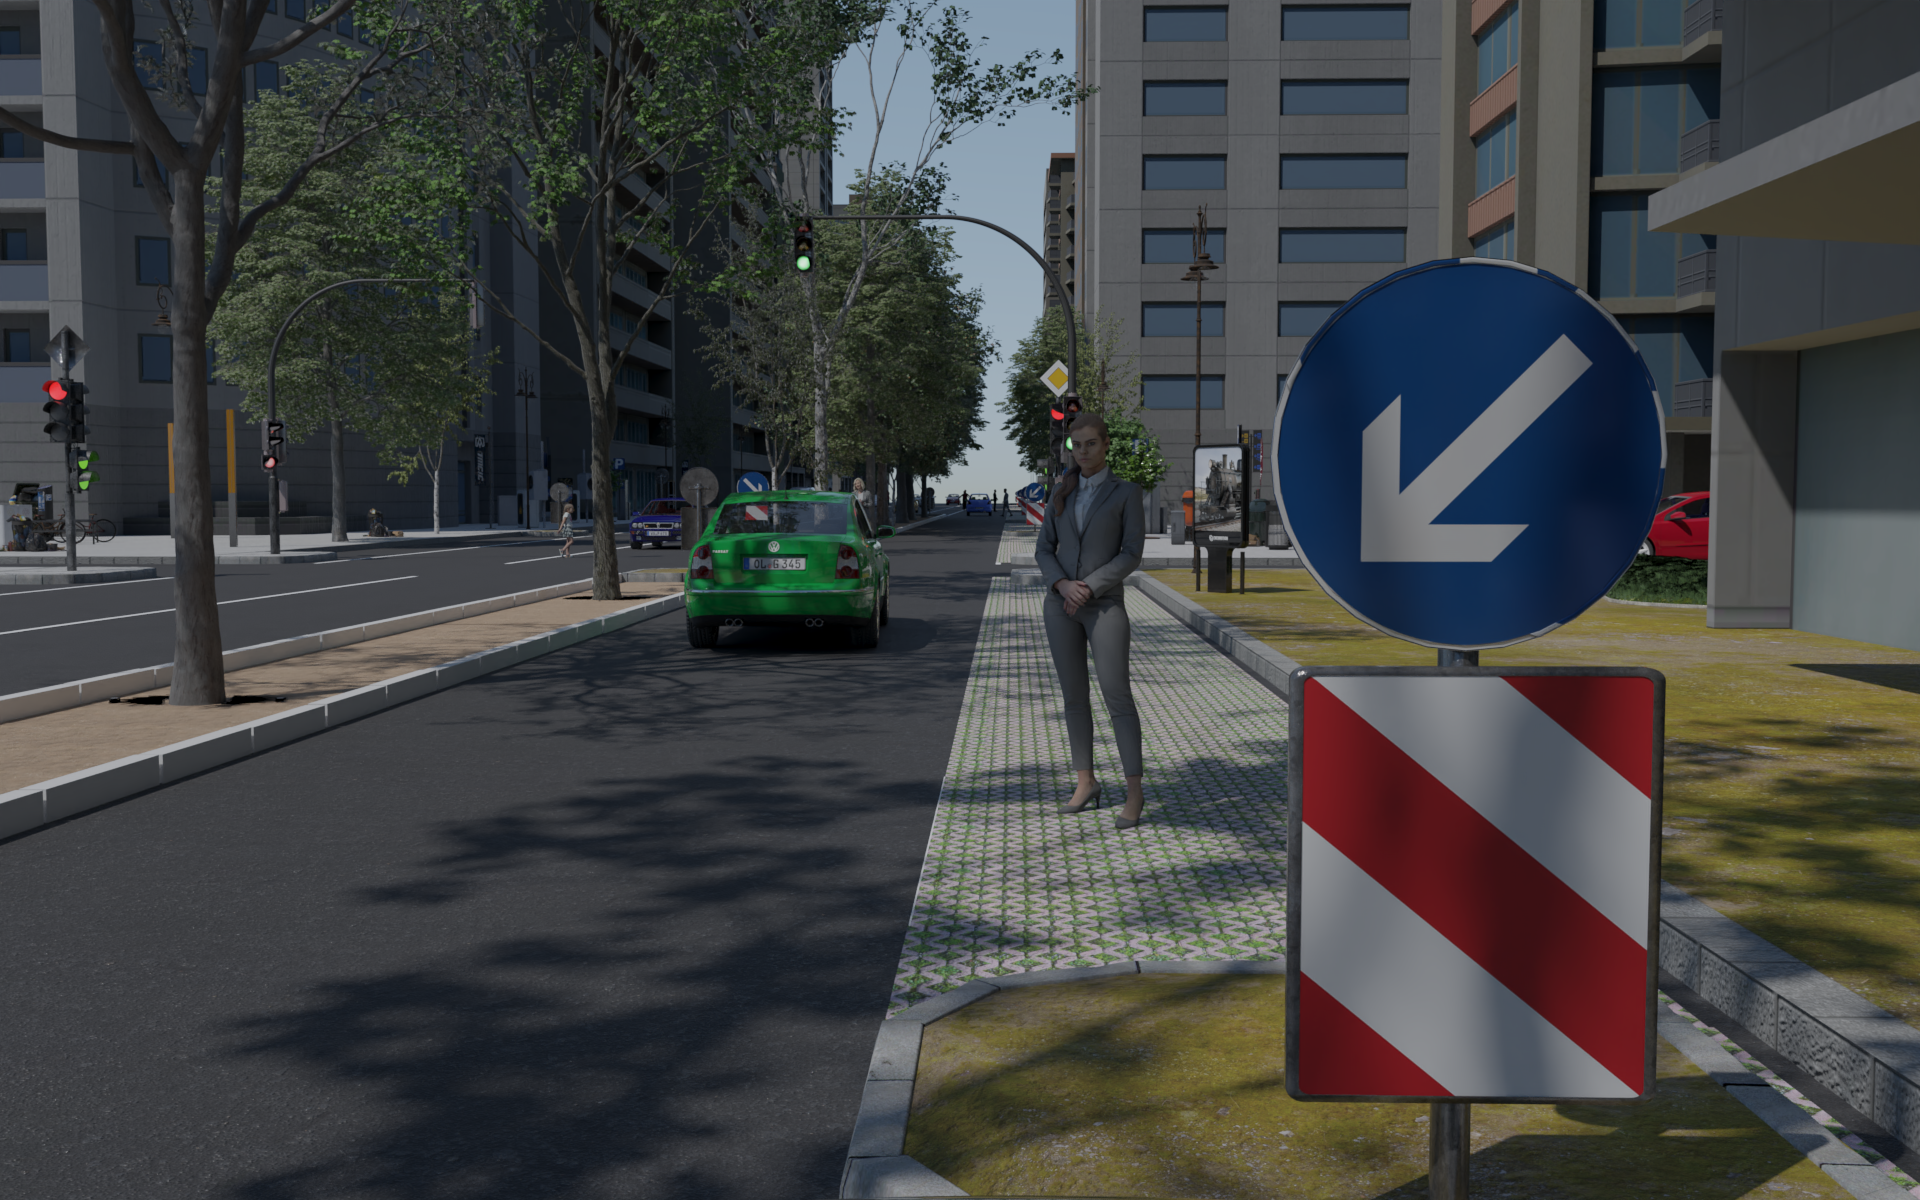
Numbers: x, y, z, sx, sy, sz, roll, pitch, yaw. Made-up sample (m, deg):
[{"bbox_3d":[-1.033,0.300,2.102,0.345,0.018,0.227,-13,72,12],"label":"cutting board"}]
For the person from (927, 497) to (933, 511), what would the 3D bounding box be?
[{"bbox_3d":[-2.626,-8.557,148.425,0.705,1.822,1.348,-2,4,-31],"label":"person"}]

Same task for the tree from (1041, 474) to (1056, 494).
[{"bbox_3d":[7.525,-9.083,143.114,1.663,3.219,1.824,0,3,0],"label":"tree"}]

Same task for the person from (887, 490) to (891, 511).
[{"bbox_3d":[-5.905,-8.206,143.390,0.721,1.743,1.217,1,4,14],"label":"person"}]

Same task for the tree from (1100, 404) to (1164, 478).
[{"bbox_3d":[5.805,-4.875,63.416,4.285,4.588,4.351,0,3,0],"label":"tree"}]

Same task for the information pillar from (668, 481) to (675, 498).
[{"bbox_3d":[-16.100,-5.643,96.756,0.304,2.012,0.304,0,4,5],"label":"information pillar"}]

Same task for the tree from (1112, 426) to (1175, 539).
[{"bbox_3d":[5.190,-3.368,49.668,1.663,3.219,1.824,0,3,0],"label":"tree"}]

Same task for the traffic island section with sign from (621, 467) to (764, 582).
[{"bbox_3d":[-4.457,-1.266,28.843,2.006,1.907,1.989,0,4,2],"label":"traffic island section with sign"}]

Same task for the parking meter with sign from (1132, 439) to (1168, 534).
[{"bbox_3d":[6.122,-3.619,55.424,0.543,3.016,1.738,2,4,30],"label":"parking meter with sign"}]

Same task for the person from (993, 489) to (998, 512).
[{"bbox_3d":[2.883,-8.115,141.198,0.705,1.821,1.348,-1,4,-10],"label":"person"}]

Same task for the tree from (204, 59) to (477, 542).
[{"bbox_3d":[-17.116,-7.835,46.230,7.486,12.596,7.792,0,3,0],"label":"tree"}]

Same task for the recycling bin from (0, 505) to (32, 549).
[{"bbox_3d":[-22.254,-1.713,40.557,0.722,1.027,0.722,2,4,31],"label":"recycling bin"}]

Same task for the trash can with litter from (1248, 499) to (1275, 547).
[{"bbox_3d":[7.313,-1.900,42.445,0.624,1.170,1.055,2,4,25],"label":"trash can with litter"}]

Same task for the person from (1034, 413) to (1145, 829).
[{"bbox_3d":[0.563,0.071,7.611,0.520,1.790,0.573,1,4,11],"label":"person"}]

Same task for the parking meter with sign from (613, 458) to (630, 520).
[{"bbox_3d":[-16.528,-5.420,84.878,0.543,3.016,1.738,0,3,0],"label":"parking meter with sign"}]

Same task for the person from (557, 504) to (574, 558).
[{"bbox_3d":[-8.903,-1.566,39.124,0.382,1.210,0.505,-1,4,-10],"label":"person"}]

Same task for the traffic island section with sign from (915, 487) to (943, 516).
[{"bbox_3d":[-1.981,-6.313,111.352,2.006,1.907,1.989,0,4,2],"label":"traffic island section with sign"}]

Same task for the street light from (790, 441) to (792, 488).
[{"bbox_3d":[-13.558,-10.170,139.062,0.468,5.910,1.993,0,4,2],"label":"street light"}]

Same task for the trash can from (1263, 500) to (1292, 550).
[{"bbox_3d":[7.329,-1.721,39.795,0.748,1.137,0.748,0,3,0],"label":"trash can"}]

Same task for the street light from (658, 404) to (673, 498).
[{"bbox_3d":[-15.085,-7.100,88.865,0.468,5.910,1.993,0,4,2],"label":"street light"}]

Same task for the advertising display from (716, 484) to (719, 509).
[{"bbox_3d":[-15.502,-6.455,110.760,0.123,1.923,0.974,0,4,-6],"label":"advertising display"}]

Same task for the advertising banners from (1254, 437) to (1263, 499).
[{"bbox_3d":[9.412,-3.573,54.607,0.090,3.025,2.074,0,4,4],"label":"advertising banners"}]

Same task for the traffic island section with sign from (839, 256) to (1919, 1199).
[{"bbox_3d":[0.775,0.301,3.705,1.989,1.847,2.006,0,4,2],"label":"traffic island section with sign"}]

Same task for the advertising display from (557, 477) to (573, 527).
[{"bbox_3d":[-15.439,-3.827,67.777,0.123,1.923,0.974,1,4,18],"label":"advertising display"}]

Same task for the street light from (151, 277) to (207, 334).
[{"bbox_3d":[-16.652,-3.932,37.071,0.468,5.910,1.993,0,4,2],"label":"street light"}]

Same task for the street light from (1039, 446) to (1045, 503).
[{"bbox_3d":[7.865,-11.548,161.594,0.468,5.910,1.993,0,4,2],"label":"street light"}]

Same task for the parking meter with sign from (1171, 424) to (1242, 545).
[{"bbox_3d":[6.199,-2.898,43.635,1.738,3.016,0.543,0,4,5],"label":"parking meter with sign"}]

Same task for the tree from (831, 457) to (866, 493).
[{"bbox_3d":[-12.131,-15.540,188.484,8.767,10.594,7.601,0,3,0],"label":"tree"}]

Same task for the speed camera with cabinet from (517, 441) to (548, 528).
[{"bbox_3d":[-16.210,-4.357,65.579,0.660,3.252,2.038,-2,4,-32],"label":"speed camera with cabinet"}]

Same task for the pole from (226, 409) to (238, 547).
[{"bbox_3d":[-17.591,-2.937,41.857,0.158,3.312,0.155,0,3,0],"label":"pole"}]

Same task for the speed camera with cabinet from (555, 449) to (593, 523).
[{"bbox_3d":[-16.875,-5.003,76.142,0.660,3.252,2.038,2,4,32],"label":"speed camera with cabinet"}]

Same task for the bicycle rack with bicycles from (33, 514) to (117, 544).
[{"bbox_3d":[-23.408,-1.908,44.576,2.925,0.926,2.852,-1,4,-22],"label":"bicycle rack with bicycles"}]

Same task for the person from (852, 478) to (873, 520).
[{"bbox_3d":[-2.285,-1.909,39.893,0.537,1.800,0.526,1,4,9],"label":"person"}]

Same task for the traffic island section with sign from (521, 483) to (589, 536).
[{"bbox_3d":[-13.920,-3.130,59.796,1.989,1.847,2.006,0,4,2],"label":"traffic island section with sign"}]

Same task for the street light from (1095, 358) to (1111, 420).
[{"bbox_3d":[4.850,-5.267,58.899,0.468,5.910,1.993,0,4,2],"label":"street light"}]

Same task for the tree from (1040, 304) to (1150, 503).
[{"bbox_3d":[5.230,-7.211,68.259,4.737,8.622,4.395,0,3,0],"label":"tree"}]

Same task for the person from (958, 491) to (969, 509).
[{"bbox_3d":[0.363,-9.563,165.380,1.217,1.766,0.721,1,4,14],"label":"person"}]

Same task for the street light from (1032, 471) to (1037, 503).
[{"bbox_3d":[9.661,-15.059,218.995,0.468,5.910,1.993,0,4,2],"label":"street light"}]

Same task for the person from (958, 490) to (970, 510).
[{"bbox_3d":[0.467,-8.890,153.808,1.348,1.831,0.705,1,4,15],"label":"person"}]

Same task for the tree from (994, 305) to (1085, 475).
[{"bbox_3d":[5.775,-11.388,104.325,7.486,12.596,7.792,0,3,0],"label":"tree"}]

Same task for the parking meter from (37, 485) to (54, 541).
[{"bbox_3d":[-24.988,-2.380,47.328,0.372,1.533,0.369,0,3,0],"label":"parking meter"}]

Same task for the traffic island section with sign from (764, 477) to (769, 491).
[{"bbox_3d":[-4.226,-1.719,36.246,2.006,1.907,1.989,0,4,2],"label":"traffic island section with sign"}]

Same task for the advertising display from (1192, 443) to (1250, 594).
[{"bbox_3d":[3.377,-1.055,22.461,0.123,1.923,0.974,-2,4,-33],"label":"advertising display"}]

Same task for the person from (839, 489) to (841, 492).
[{"bbox_3d":[-9.664,-7.988,139.121,1.348,1.822,0.705,1,4,9],"label":"person"}]

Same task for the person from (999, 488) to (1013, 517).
[{"bbox_3d":[2.934,-6.165,109.566,0.850,1.792,0.678,-1,4,-16],"label":"person"}]

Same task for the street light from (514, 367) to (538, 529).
[{"bbox_3d":[-15.730,-5.514,62.941,0.468,5.910,1.993,0,4,2],"label":"street light"}]

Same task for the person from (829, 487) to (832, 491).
[{"bbox_3d":[-7.846,-5.943,105.586,0.656,1.842,0.836,1,4,20],"label":"person"}]

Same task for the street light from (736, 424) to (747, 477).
[{"bbox_3d":[-14.321,-8.612,113.593,0.468,5.910,1.993,0,4,2],"label":"street light"}]

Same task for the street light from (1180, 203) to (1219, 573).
[{"bbox_3d":[3.836,-3.369,27.878,0.468,5.910,1.993,0,4,2],"label":"street light"}]

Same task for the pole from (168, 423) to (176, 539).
[{"bbox_3d":[-22.695,-3.432,49.965,0.158,3.312,0.155,0,3,0],"label":"pole"}]
